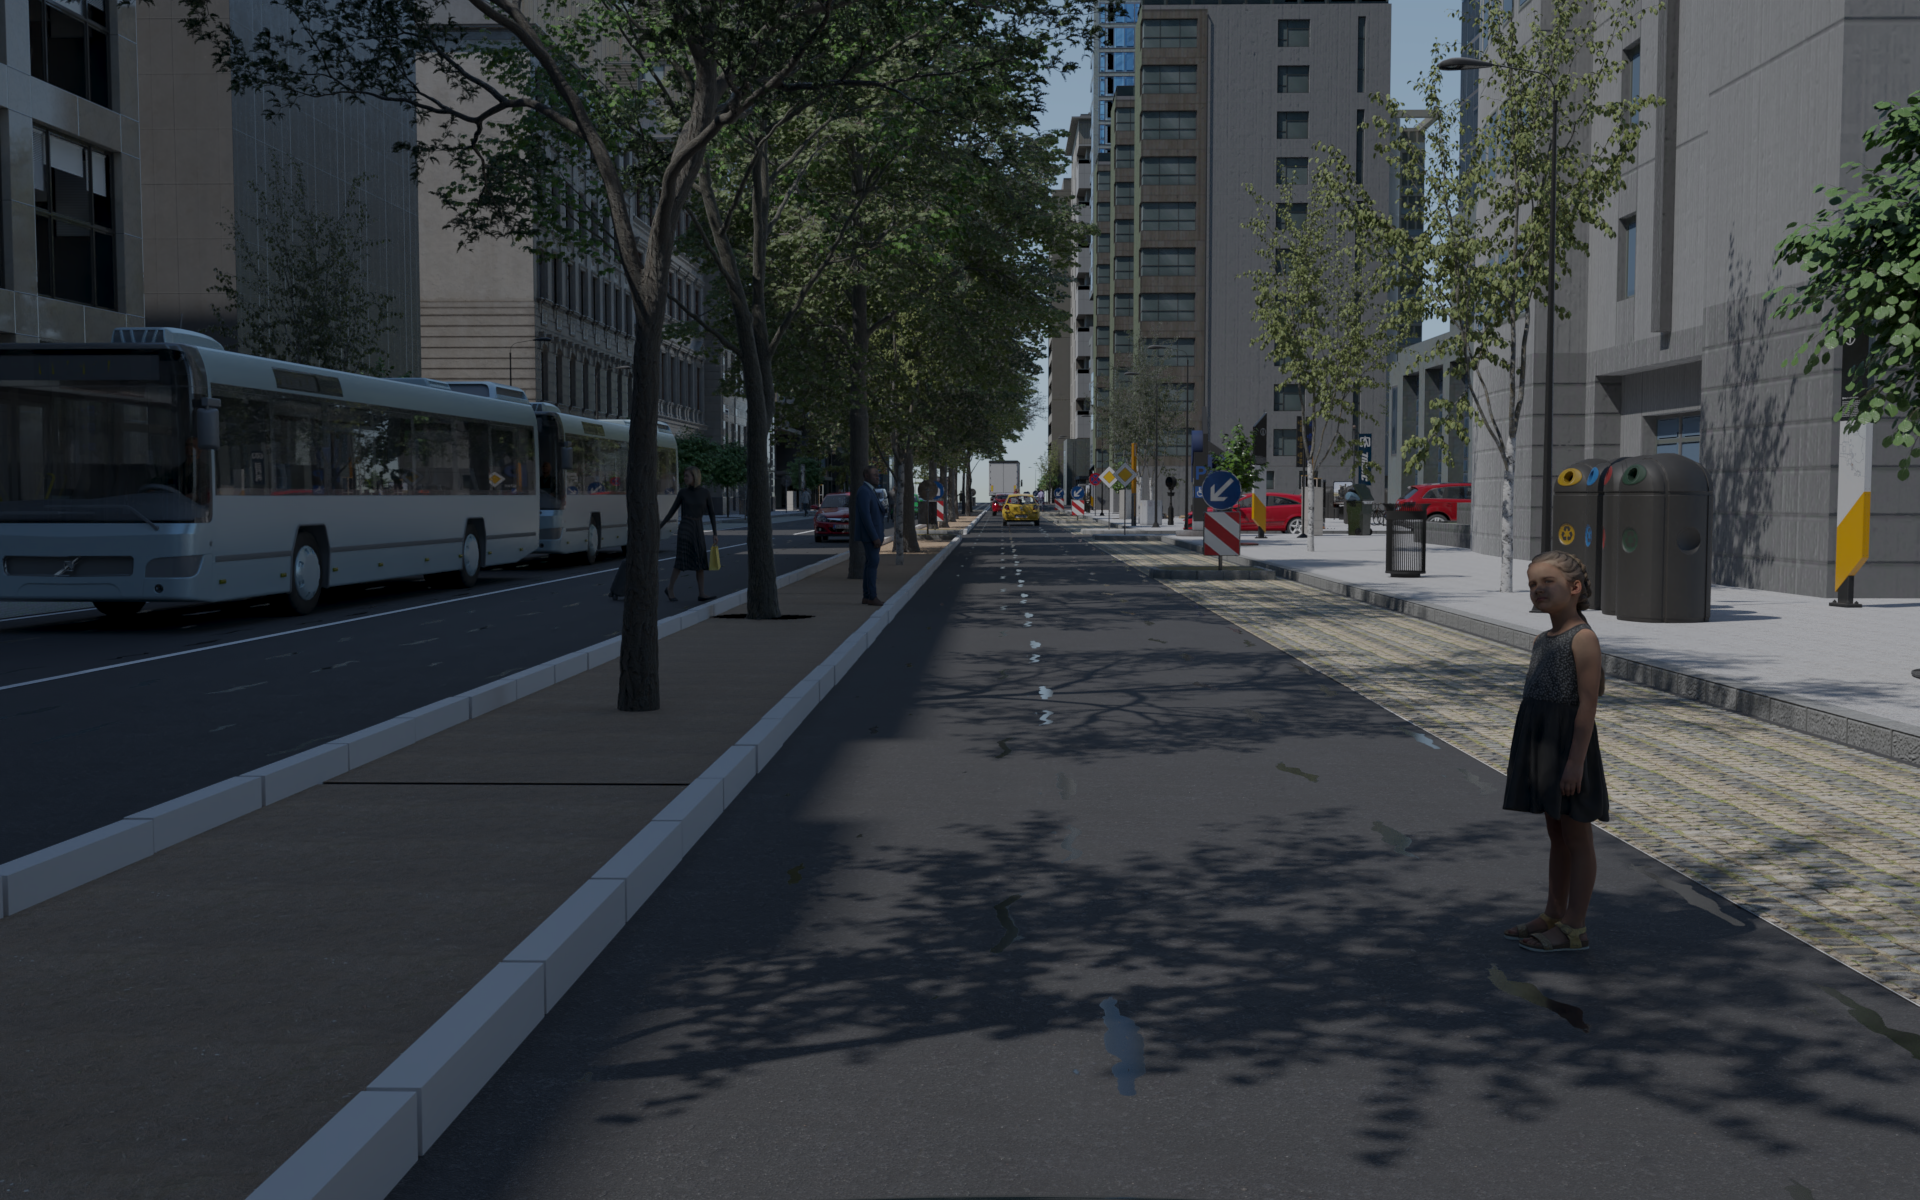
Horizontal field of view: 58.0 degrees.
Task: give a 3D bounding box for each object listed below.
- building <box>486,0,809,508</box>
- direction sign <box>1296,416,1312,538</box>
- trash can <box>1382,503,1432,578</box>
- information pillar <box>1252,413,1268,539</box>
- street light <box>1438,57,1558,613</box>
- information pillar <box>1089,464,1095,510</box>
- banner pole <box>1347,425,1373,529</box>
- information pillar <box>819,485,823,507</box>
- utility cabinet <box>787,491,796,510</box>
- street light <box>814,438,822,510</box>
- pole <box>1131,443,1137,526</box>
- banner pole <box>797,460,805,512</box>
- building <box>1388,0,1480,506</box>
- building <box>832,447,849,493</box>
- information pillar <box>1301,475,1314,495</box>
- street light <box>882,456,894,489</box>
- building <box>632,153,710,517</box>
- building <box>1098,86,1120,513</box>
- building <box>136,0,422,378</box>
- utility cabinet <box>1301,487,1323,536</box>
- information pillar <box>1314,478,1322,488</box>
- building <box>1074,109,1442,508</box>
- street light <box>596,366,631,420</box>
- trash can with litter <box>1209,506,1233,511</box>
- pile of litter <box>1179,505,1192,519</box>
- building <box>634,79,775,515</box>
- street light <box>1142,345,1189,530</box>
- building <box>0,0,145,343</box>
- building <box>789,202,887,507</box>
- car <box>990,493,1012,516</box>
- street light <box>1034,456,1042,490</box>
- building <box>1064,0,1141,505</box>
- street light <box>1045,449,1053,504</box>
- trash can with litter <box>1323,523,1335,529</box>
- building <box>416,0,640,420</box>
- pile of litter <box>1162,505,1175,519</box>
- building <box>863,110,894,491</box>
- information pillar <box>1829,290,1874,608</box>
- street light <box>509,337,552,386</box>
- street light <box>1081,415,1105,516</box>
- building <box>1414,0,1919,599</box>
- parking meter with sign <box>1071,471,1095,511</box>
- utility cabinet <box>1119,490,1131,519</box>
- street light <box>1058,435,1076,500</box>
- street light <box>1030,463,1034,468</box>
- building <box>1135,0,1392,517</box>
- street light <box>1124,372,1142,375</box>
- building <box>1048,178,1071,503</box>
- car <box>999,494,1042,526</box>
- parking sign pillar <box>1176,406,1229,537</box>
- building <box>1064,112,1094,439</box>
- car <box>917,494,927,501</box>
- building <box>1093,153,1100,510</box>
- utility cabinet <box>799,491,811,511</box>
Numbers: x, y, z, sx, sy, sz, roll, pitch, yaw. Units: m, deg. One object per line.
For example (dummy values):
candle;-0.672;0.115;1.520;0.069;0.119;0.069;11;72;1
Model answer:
building;-27.805;-34.385;151.439;28.713;52.752;27.495;0;4;1
direction sign;10.041;-3.583;50.573;0.379;3.537;0.876;3;5;41
trash can;6.874;-0.920;26.692;0.748;1.137;0.748;0;3;0
information pillar;8.612;-3.572;49.761;0.504;3.616;0.183;-2;4;-34
street light;5.792;-2.817;18.593;1.470;5.913;1.316;0;4;1
information pillar;10.370;-8.863;136.269;0.504;3.616;0.183;-2;4;-29
banner pole;14.556;-4.464;63.001;0.863;3.779;0.401;1;4;20
information pillar;-10.951;-8.085;136.681;0.304;2.012;0.304;0;4;1
utility cabinet;-13.144;-7.751;135.401;0.318;1.500;1.173;-2;4;-28
street light;-10.737;-10.209;139.458;1.470;5.913;1.316;0;4;1
pole;6.979;-4.624;69.449;0.158;3.312;0.155;0;3;0
banner pole;-11.651;-8.396;127.295;0.401;3.779;0.863;3;4;37
building;35.024;-46.502;72.979;31.000;86.520;22.319;0;4;1
building;-18.947;-26.327;202.144;14.160;30.474;14.107;0;4;1
information pillar;13.639;-3.898;68.230;0.304;2.012;0.304;-1;4;-15
street light;-8.943;-14.622;211.618;1.470;5.913;1.316;0;4;1
building;-20.469;-15.702;92.883;11.583;22.565;21.152;0;4;1
building;17.809;-21.665;125.921;14.160;30.474;14.107;0;4;1
building;-31.163;-13.899;46.318;30.058;24.678;14.314;0;4;1
utility cabinet;10.853;-2.730;53.312;0.318;1.500;1.173;0;4;-7
information pillar;16.474;-4.615;79.942;0.304;2.012;0.304;-2;4;-32
building;27.495;-29.104;167.729;32.217;40.220;23.993;0;4;1
street light;-12.624;-5.530;62.957;1.470;5.913;1.316;0;4;1
trash can with litter;7.252;-2.261;48.352;0.624;1.170;1.055;0;4;-4
pile of litter;12.073;-4.680;90.483;1.176;0.858;1.719;0;4;-7
building;-19.632;-19.483;115.809;12.463;27.353;25.104;0;4;1
street light;6.566;-4.995;54.212;1.470;5.913;1.316;0;4;1
building;-25.669;-12.936;16.015;19.350;26.468;34.151;0;4;1
building;-21.669;-35.650;237.495;22.147;44.769;28.867;0;4;1
car;3.061;-6.474;114.895;2.155;1.783;4.494;0;4;3
street light;10.715;-15.417;224.611;1.470;5.913;1.316;0;4;1
building;23.473;-53.896;193.865;22.319;86.520;31.000;0;4;1
street light;9.600;-12.535;177.491;1.470;5.913;1.316;0;4;1
trash can with litter;12.508;-3.203;63.429;2.233;1.210;1.678;2;4;23
building;-20.204;-13.700;73.145;9.793;20.994;18.267;0;4;1
pile of litter;10.474;-4.598;89.142;1.176;0.858;1.719;1;4;9
building;-21.091;-58.313;266.093;22.319;86.520;31.000;0;4;1
information pillar;10.067;-1.720;19.484;0.183;3.616;0.504;0;4;-6
street light;-12.797;-4.830;51.505;1.470;5.913;1.316;0;4;1
street light;7.822;-7.905;101.791;1.470;5.913;1.316;0;4;1
building;21.475;-30.044;33.218;21.231;58.520;28.212;0;4;1
parking meter with sign;9.320;-8.263;131.364;1.738;3.016;0.543;0;4;1
utility cabinet;8.372;-4.804;87.232;0.318;1.500;1.173;2;4;28
street light;8.723;-10.341;141.621;1.470;5.913;1.316;0;4;1
street light;11.729;-17.634;260.848;1.470;5.913;1.316;0;4;1
building;17.303;-20.316;103.861;14.160;30.474;14.107;0;4;1
street light;6.954;-5.721;66.071;1.470;5.913;1.316;0;4;1
building;24.202;-38.946;260.468;21.300;48.544;21.600;0;4;1
car;2.794;-4.245;79.623;2.015;1.641;3.980;0;4;1
parking sign pillar;7.299;-3.925;52.654;1.447;3.967;1.447;0;4;6
building;28.999;-39.540;235.715;28.713;52.752;27.495;0;4;1
car;-4.259;-11.166;194.365;2.131;1.459;4.920;0;4;1
building;18.418;-23.090;149.224;14.160;30.474;14.107;0;4;1
utility cabinet;-11.320;-7.191;126.257;0.318;1.500;1.173;2;4;25
